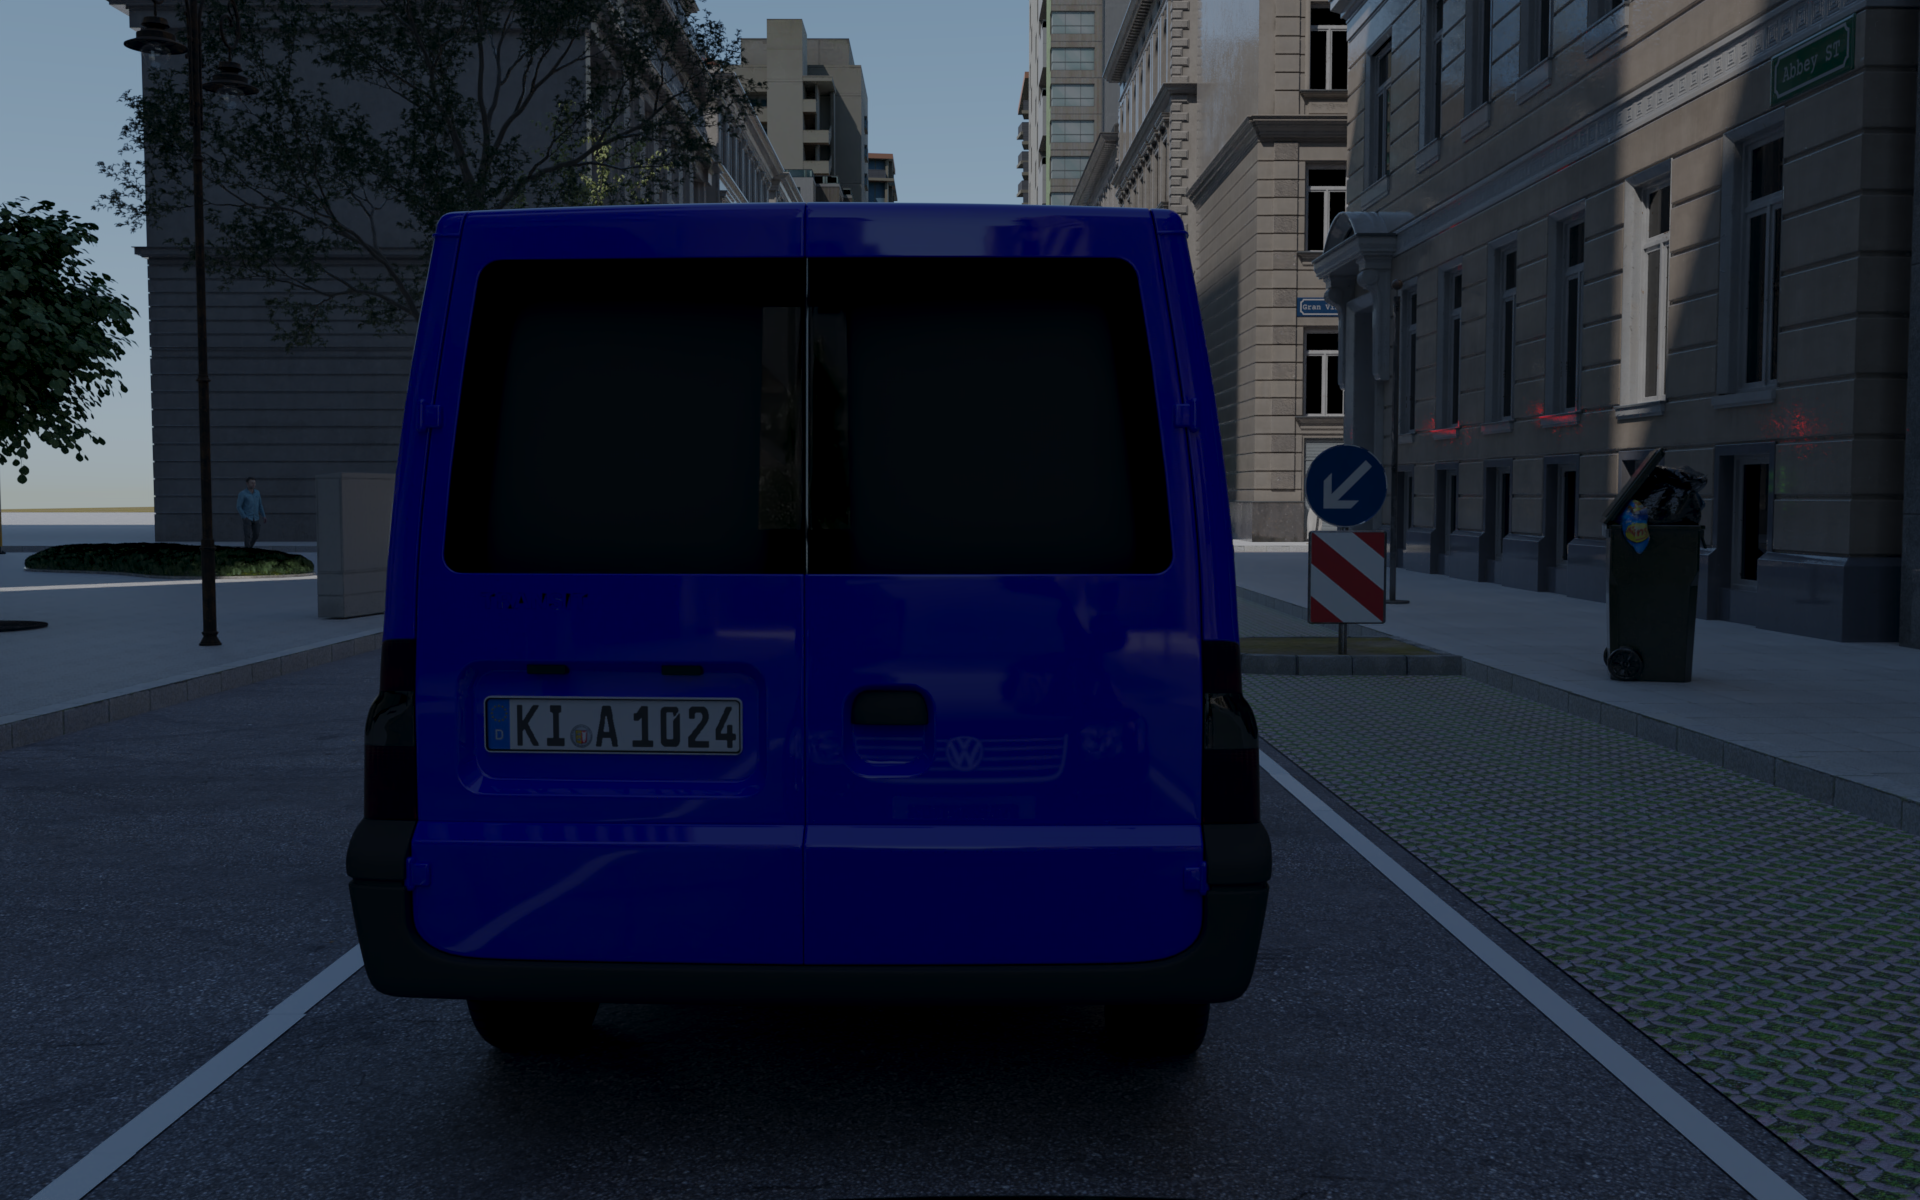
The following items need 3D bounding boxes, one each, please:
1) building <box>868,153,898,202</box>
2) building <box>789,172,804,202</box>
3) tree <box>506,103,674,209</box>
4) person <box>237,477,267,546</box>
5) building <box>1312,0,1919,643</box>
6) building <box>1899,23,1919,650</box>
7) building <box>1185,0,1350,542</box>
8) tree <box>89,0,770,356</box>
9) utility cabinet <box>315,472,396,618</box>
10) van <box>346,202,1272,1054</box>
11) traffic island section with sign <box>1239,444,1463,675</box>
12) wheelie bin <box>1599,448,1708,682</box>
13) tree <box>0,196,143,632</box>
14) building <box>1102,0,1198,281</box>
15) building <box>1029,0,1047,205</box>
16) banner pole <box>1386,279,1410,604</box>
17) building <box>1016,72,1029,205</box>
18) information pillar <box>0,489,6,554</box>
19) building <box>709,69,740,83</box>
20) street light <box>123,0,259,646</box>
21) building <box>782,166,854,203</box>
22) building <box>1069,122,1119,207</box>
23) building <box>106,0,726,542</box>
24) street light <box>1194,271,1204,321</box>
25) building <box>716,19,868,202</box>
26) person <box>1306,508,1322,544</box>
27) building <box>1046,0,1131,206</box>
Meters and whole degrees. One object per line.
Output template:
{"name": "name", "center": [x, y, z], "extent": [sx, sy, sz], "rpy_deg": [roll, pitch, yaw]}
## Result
{"name": "building", "center": [-22.357, -34.302, 215.454], "extent": [28.867, 44.769, 22.147], "rpy_deg": [0, 4, 0]}
{"name": "building", "center": [-14.798, -16.233, 101.574], "extent": [11.583, 22.565, 21.152], "rpy_deg": [0, 4, 0]}
{"name": "tree", "center": [-7.247, -4.998, 32.083], "extent": [4.737, 8.622, 4.395], "rpy_deg": [0, 3, 0]}
{"name": "person", "center": [-15.908, -1.851, 38.788], "extent": [0.620, 1.820, 0.660], "rpy_deg": [2, 4, 24]}
{"name": "building", "center": [13.762, -14.552, 23.836], "extent": [13.634, 28.700, 20.117], "rpy_deg": [0, 4, 0]}
{"name": "building", "center": [13.992, -11.373, 3.969], "extent": [12.078, 24.808, 19.932], "rpy_deg": [0, 4, 0]}
{"name": "building", "center": [19.853, -15.521, 51.028], "extent": [25.104, 27.353, 12.463], "rpy_deg": [0, 4, 0]}
{"name": "tree", "center": [-7.101, -5.439, 23.344], "extent": [8.767, 10.594, 7.601], "rpy_deg": [-2, 4, -26]}
{"name": "utility cabinet", "center": [-6.340, -0.585, 18.241], "extent": [0.318, 1.500, 1.173], "rpy_deg": [1, 4, 10]}
{"name": "van", "center": [-0.257, -0.105, 6.103], "extent": [2.240, 2.365, 5.245], "rpy_deg": [0, 4, 1]}
{"name": "traffic island section with sign", "center": [2.956, -0.361, 14.537], "extent": [1.989, 1.847, 2.006], "rpy_deg": [0, 4, 0]}
{"name": "wheelie bin", "center": [4.826, -0.254, 12.059], "extent": [0.693, 1.594, 0.980], "rpy_deg": [1, 4, 18]}
{"name": "tree", "center": [-9.447, -1.991, 16.260], "extent": [4.285, 4.588, 4.351], "rpy_deg": [0, 3, 0]}
{"name": "building", "center": [12.018, -14.673, 68.789], "extent": [11.050, 23.489, 19.941], "rpy_deg": [0, 4, 0]}
{"name": "building", "center": [19.948, -34.312, 150.247], "extent": [28.713, 52.752, 27.495], "rpy_deg": [0, 4, 0]}
{"name": "banner pole", "center": [5.021, -1.837, 20.051], "extent": [0.401, 3.779, 0.863], "rpy_deg": [1, 4, 17]}
{"name": "building", "center": [17.103, -32.063, 178.847], "extent": [22.147, 44.769, 28.867], "rpy_deg": [0, 4, 0]}
{"name": "information pillar", "center": [-20.628, -2.786, 36.908], "extent": [0.504, 3.616, 0.183], "rpy_deg": [2, 4, 31]}
{"name": "building", "center": [-14.859, -14.915, 80.009], "extent": [11.583, 22.565, 21.152], "rpy_deg": [0, 4, 0]}
{"name": "street light", "center": [-6.359, -2.552, 14.512], "extent": [0.468, 5.910, 1.993], "rpy_deg": [0, 4, 0]}
{"name": "building", "center": [-16.835, -23.534, 156.485], "extent": [14.160, 30.474, 14.107], "rpy_deg": [0, 4, 0]}
{"name": "building", "center": [11.465, -15.182, 99.139], "extent": [10.553, 20.767, 40.483], "rpy_deg": [0, 4, 0]}
{"name": "building", "center": [-15.867, -13.190, 57.461], "extent": [13.314, 21.916, 24.055], "rpy_deg": [0, 4, 0]}
{"name": "street light", "center": [4.718, -3.867, 36.014], "extent": [0.468, 5.910, 1.993], "rpy_deg": [0, 4, 0]}
{"name": "building", "center": [-20.620, -34.164, 182.290], "extent": [21.600, 48.544, 21.300], "rpy_deg": [0, 4, 0]}
{"name": "person", "center": [9.101, -2.312, 44.387], "extent": [0.519, 1.759, 0.362], "rpy_deg": [-2, 4, -35]}
{"name": "building", "center": [13.362, -27.288, 129.751], "extent": [14.154, 41.232, 14.086], "rpy_deg": [0, 4, 0]}
